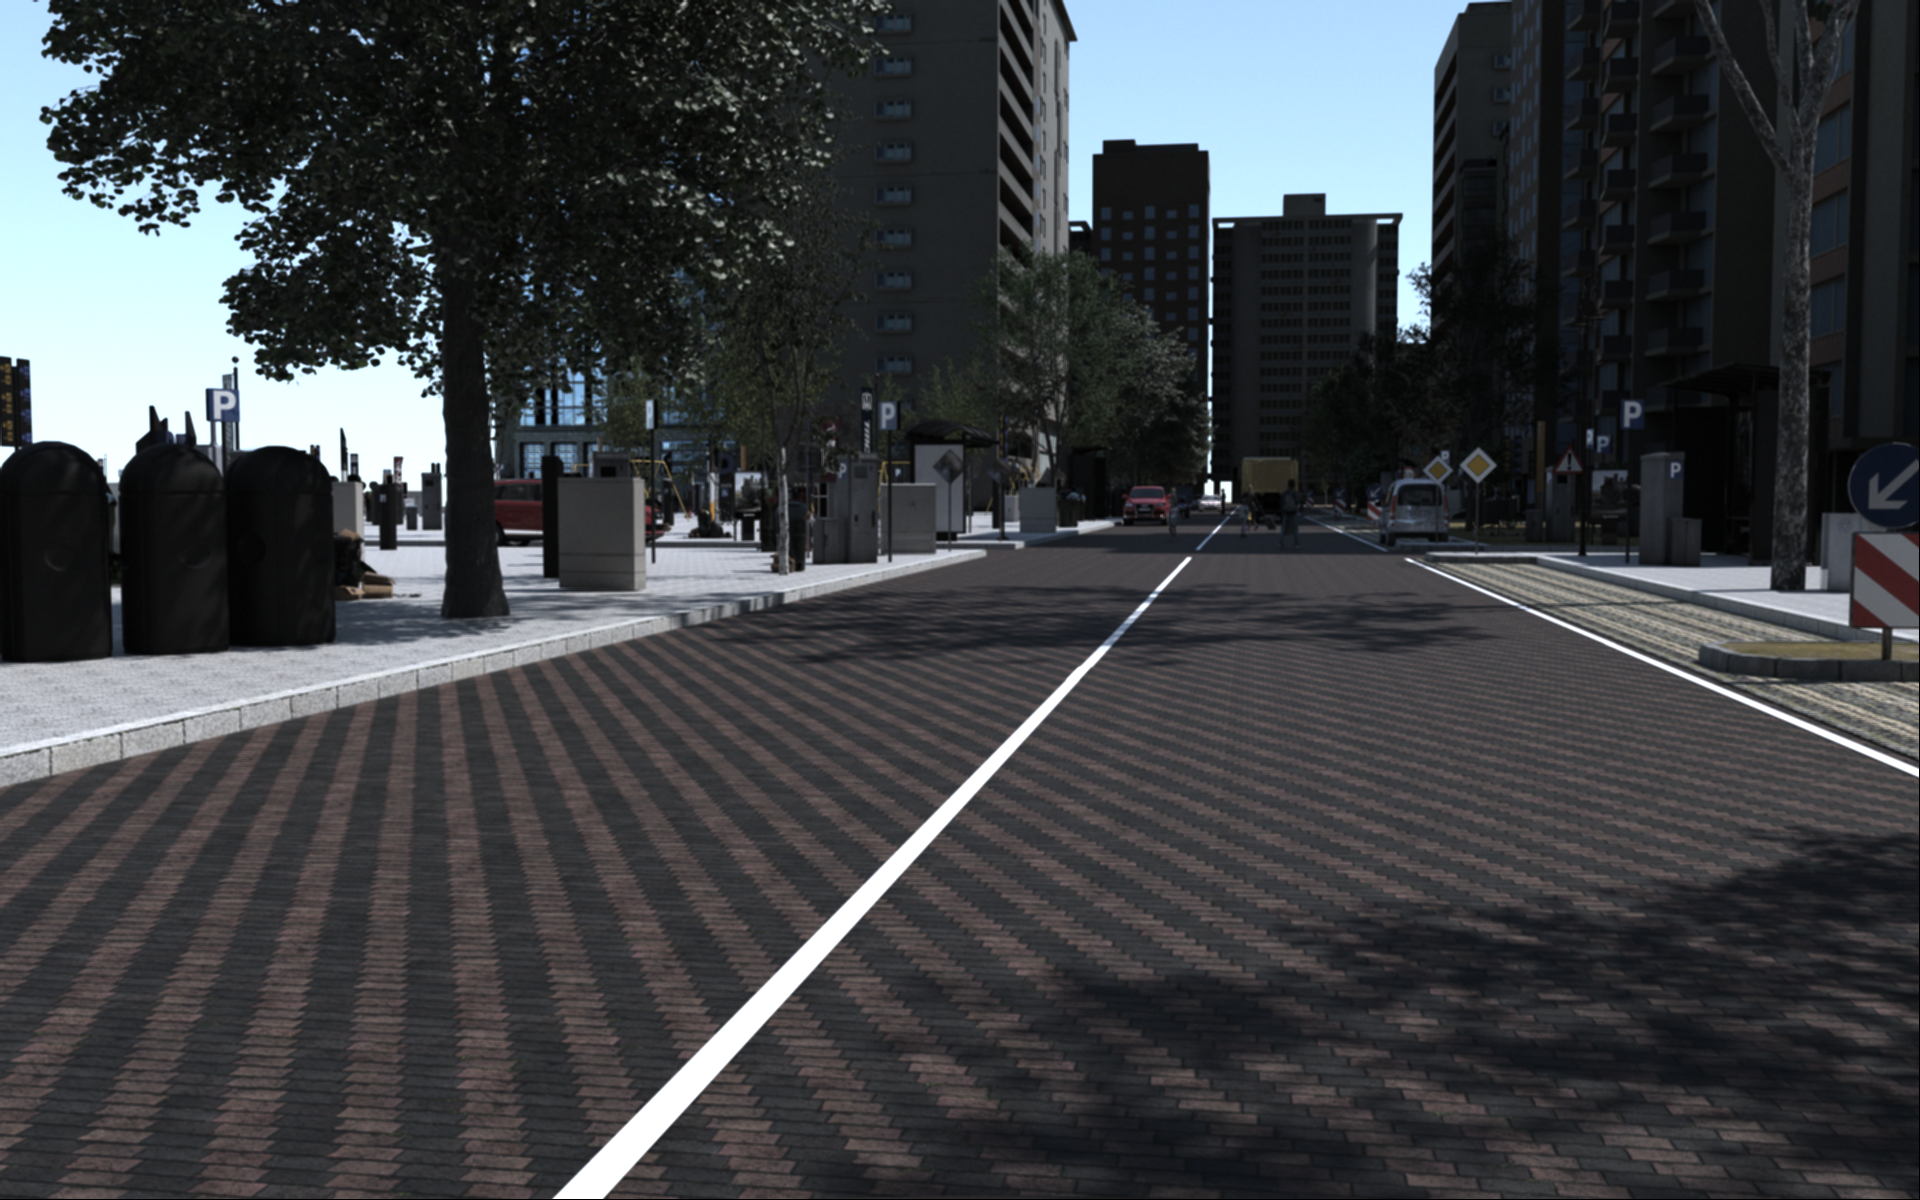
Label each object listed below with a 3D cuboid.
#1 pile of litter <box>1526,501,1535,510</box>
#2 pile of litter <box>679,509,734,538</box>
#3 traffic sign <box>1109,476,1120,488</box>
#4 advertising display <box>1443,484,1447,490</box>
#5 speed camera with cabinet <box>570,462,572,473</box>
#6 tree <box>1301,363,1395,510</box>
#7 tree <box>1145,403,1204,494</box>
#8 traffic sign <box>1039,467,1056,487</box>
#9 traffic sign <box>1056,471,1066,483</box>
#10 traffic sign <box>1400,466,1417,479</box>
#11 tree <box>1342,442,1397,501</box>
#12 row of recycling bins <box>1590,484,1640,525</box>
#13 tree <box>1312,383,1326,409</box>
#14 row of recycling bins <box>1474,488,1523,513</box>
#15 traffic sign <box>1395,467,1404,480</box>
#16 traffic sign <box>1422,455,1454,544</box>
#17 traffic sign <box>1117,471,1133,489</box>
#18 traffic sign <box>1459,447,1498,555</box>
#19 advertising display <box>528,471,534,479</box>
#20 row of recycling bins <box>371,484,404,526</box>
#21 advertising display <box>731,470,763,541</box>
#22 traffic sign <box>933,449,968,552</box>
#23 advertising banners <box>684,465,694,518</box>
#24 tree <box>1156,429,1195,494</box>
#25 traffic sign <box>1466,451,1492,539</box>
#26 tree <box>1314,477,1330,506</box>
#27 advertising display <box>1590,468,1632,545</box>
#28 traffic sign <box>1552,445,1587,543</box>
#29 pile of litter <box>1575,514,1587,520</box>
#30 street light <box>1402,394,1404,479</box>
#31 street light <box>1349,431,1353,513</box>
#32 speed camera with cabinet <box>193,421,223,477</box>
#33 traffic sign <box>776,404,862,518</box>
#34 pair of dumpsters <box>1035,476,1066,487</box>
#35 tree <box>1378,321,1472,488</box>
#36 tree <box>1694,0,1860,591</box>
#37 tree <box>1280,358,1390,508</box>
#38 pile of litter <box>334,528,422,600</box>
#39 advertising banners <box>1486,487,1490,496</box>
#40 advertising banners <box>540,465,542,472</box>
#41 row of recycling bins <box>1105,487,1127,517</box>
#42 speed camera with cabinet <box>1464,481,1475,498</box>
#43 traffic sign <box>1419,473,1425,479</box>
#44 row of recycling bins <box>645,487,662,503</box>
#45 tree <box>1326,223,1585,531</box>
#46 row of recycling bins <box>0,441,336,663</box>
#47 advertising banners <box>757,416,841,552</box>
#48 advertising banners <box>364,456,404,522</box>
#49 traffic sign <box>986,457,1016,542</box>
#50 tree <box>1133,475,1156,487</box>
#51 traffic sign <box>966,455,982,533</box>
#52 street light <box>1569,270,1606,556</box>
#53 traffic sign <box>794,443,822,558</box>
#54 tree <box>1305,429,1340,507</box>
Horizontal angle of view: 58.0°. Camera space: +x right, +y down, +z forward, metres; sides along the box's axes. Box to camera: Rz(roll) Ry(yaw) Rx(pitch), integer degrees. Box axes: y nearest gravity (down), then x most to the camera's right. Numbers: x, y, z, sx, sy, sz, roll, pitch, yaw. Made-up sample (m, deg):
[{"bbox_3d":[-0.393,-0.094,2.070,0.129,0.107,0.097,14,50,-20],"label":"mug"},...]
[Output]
[{"bbox_3d":[33.936,-5.407,102.370,1.176,0.858,1.719,0,4,0],"label":"pile of litter"},{"bbox_3d":[-7.420,-2.237,50.544,1.719,0.858,1.176,1,4,22],"label":"pile of litter"},{"bbox_3d":[10.706,-7.333,120.003,0.768,2.556,0.104,1,4,12],"label":"traffic sign"},{"bbox_3d":[30.603,-6.445,110.588,0.974,1.923,0.123,3,5,41],"label":"advertising display"},{"bbox_3d":[-24.287,-6.835,106.082,0.660,3.252,2.038,-3,4,-38],"label":"speed camera with cabinet"},{"bbox_3d":[30.612,-12.861,136.025,9.928,11.665,9.643,0,3,0],"label":"tree"},{"bbox_3d":[21.163,-14.810,176.550,7.601,10.594,8.767,-1,4,-12],"label":"tree"},{"bbox_3d":[4.143,-5.009,81.908,0.884,2.594,0.081,1,4,17],"label":"traffic sign"},{"bbox_3d":[5.615,-5.964,97.614,0.768,2.556,0.104,1,4,15],"label":"traffic sign"},{"bbox_3d":[20.670,-4.881,79.910,0.768,2.556,0.104,1,4,13],"label":"traffic sign"},{"bbox_3d":[24.694,-7.396,104.634,4.285,4.588,4.351,0,3,0],"label":"tree"},{"bbox_3d":[28.185,-4.057,73.444,3.534,1.692,1.069,-2,4,-27],"label":"row of recycling bins"},{"bbox_3d":[22.770,-9.535,90.314,8.767,10.594,7.601,0,4,7],"label":"tree"},{"bbox_3d":[35.664,-6.616,115.286,3.534,1.692,1.069,0,4,-2],"label":"row of recycling bins"},{"bbox_3d":[20.768,-4.955,81.127,0.768,2.556,0.104,1,4,15],"label":"traffic sign"},{"bbox_3d":[12.280,-2.503,44.563,0.795,2.450,0.064,1,4,9],"label":"traffic sign"},{"bbox_3d":[9.270,-5.960,97.444,0.884,2.594,0.081,1,4,16],"label":"traffic sign"},{"bbox_3d":[10.959,-2.021,36.687,0.795,2.450,0.064,1,4,9],"label":"traffic sign"},{"bbox_3d":[-12.130,-2.680,49.038,0.123,1.923,0.974,-1,4,-16],"label":"advertising display"},{"bbox_3d":[-23.859,-3.989,72.331,1.069,1.692,3.534,-1,4,-10],"label":"row of recycling bins"},{"bbox_3d":[-5.798,-2.574,47.294,0.974,1.923,0.123,-3,5,-42],"label":"advertising display"},{"bbox_3d":[-0.226,-2.137,38.577,0.795,2.450,0.064,1,4,9],"label":"traffic sign"},{"bbox_3d":[-14.482,-5.908,92.776,0.090,3.025,2.074,0,4,5],"label":"advertising banners"},{"bbox_3d":[20.301,-13.148,165.335,4.737,8.622,4.395,0,3,0],"label":"tree"},{"bbox_3d":[14.919,-3.045,49.890,0.768,2.556,0.104,1,4,16],"label":"traffic sign"},{"bbox_3d":[39.965,-12.056,191.719,1.663,3.219,1.824,0,3,0],"label":"tree"},{"bbox_3d":[16.407,-2.353,43.690,0.974,1.923,0.123,2,4,25],"label":"advertising display"},{"bbox_3d":[15.976,-2.780,45.451,0.884,2.594,0.081,1,4,15],"label":"traffic sign"},{"bbox_3d":[31.279,-4.412,86.101,1.719,0.858,1.176,-1,4,-15],"label":"pile of litter"},{"bbox_3d":[19.903,-6.425,77.839,0.468,5.910,1.993,1,4,9],"label":"street light"},{"bbox_3d":[26.574,-8.867,117.763,0.468,5.910,1.993,1,4,9],"label":"street light"},{"bbox_3d":[-14.061,-2.373,33.132,0.660,3.252,2.038,0,4,7],"label":"speed camera with cabinet"},{"bbox_3d":[-3.125,-2.784,39.390,2.265,3.308,0.079,1,4,17],"label":"traffic sign"},{"bbox_3d":[4.704,-5.358,90.099,1.574,2.255,4.437,1,4,10],"label":"pair of dumpsters"},{"bbox_3d":[19.689,-7.510,73.145,4.360,8.622,3.978,0,3,0],"label":"tree"},{"bbox_3d":[10.072,-10.262,23.675,12.611,20.169,13.585,0,3,0],"label":"tree"},{"bbox_3d":[33.903,-14.997,155.575,12.009,13.543,11.850,0,3,0],"label":"tree"},{"bbox_3d":[-7.491,-0.450,21.325,1.719,0.858,1.176,-1,4,-17],"label":"pile of litter"},{"bbox_3d":[31.861,-6.655,104.999,0.090,3.025,2.074,0,4,0],"label":"advertising banners"},{"bbox_3d":[-23.955,-6.540,103.113,2.074,3.025,0.090,0,4,4],"label":"advertising banners"},{"bbox_3d":[7.477,-5.435,95.969,3.534,1.692,1.069,-1,4,-14],"label":"row of recycling bins"},{"bbox_3d":[32.407,-7.225,112.458,2.038,3.252,0.660,1,4,12],"label":"speed camera with cabinet"},{"bbox_3d":[26.654,-6.094,99.636,0.884,2.594,0.081,1,4,18],"label":"traffic sign"},{"bbox_3d":[-20.639,-6.712,116.858,1.069,1.692,3.534,-1,4,-12],"label":"row of recycling bins"},{"bbox_3d":[17.801,-7.629,59.145,7.601,10.594,8.767,0,4,-8],"label":"tree"},{"bbox_3d":[-6.758,-0.414,13.885,1.069,1.692,3.534,3,5,45],"label":"row of recycling bins"},{"bbox_3d":[-3.553,-2.587,38.478,2.074,3.025,0.090,-2,4,-31],"label":"advertising banners"},{"bbox_3d":[-26.540,-5.117,79.848,0.090,3.025,2.074,3,5,40],"label":"advertising banners"},{"bbox_3d":[1.095,-2.618,46.453,0.795,2.450,0.064,1,4,9],"label":"traffic sign"},{"bbox_3d":[14.055,-8.416,132.210,1.663,3.219,1.824,0,3,0],"label":"tree"},{"bbox_3d":[0.329,-3.479,56.987,0.768,2.556,0.104,1,4,19],"label":"traffic sign"},{"bbox_3d":[12.945,-3.857,35.842,0.468,5.910,1.993,1,4,9],"label":"street light"},{"bbox_3d":[-3.032,-1.983,34.555,0.606,2.300,0.079,1,4,16],"label":"traffic sign"},{"bbox_3d":[37.525,-13.957,178.553,4.737,8.622,4.395,0,3,0],"label":"tree"}]
